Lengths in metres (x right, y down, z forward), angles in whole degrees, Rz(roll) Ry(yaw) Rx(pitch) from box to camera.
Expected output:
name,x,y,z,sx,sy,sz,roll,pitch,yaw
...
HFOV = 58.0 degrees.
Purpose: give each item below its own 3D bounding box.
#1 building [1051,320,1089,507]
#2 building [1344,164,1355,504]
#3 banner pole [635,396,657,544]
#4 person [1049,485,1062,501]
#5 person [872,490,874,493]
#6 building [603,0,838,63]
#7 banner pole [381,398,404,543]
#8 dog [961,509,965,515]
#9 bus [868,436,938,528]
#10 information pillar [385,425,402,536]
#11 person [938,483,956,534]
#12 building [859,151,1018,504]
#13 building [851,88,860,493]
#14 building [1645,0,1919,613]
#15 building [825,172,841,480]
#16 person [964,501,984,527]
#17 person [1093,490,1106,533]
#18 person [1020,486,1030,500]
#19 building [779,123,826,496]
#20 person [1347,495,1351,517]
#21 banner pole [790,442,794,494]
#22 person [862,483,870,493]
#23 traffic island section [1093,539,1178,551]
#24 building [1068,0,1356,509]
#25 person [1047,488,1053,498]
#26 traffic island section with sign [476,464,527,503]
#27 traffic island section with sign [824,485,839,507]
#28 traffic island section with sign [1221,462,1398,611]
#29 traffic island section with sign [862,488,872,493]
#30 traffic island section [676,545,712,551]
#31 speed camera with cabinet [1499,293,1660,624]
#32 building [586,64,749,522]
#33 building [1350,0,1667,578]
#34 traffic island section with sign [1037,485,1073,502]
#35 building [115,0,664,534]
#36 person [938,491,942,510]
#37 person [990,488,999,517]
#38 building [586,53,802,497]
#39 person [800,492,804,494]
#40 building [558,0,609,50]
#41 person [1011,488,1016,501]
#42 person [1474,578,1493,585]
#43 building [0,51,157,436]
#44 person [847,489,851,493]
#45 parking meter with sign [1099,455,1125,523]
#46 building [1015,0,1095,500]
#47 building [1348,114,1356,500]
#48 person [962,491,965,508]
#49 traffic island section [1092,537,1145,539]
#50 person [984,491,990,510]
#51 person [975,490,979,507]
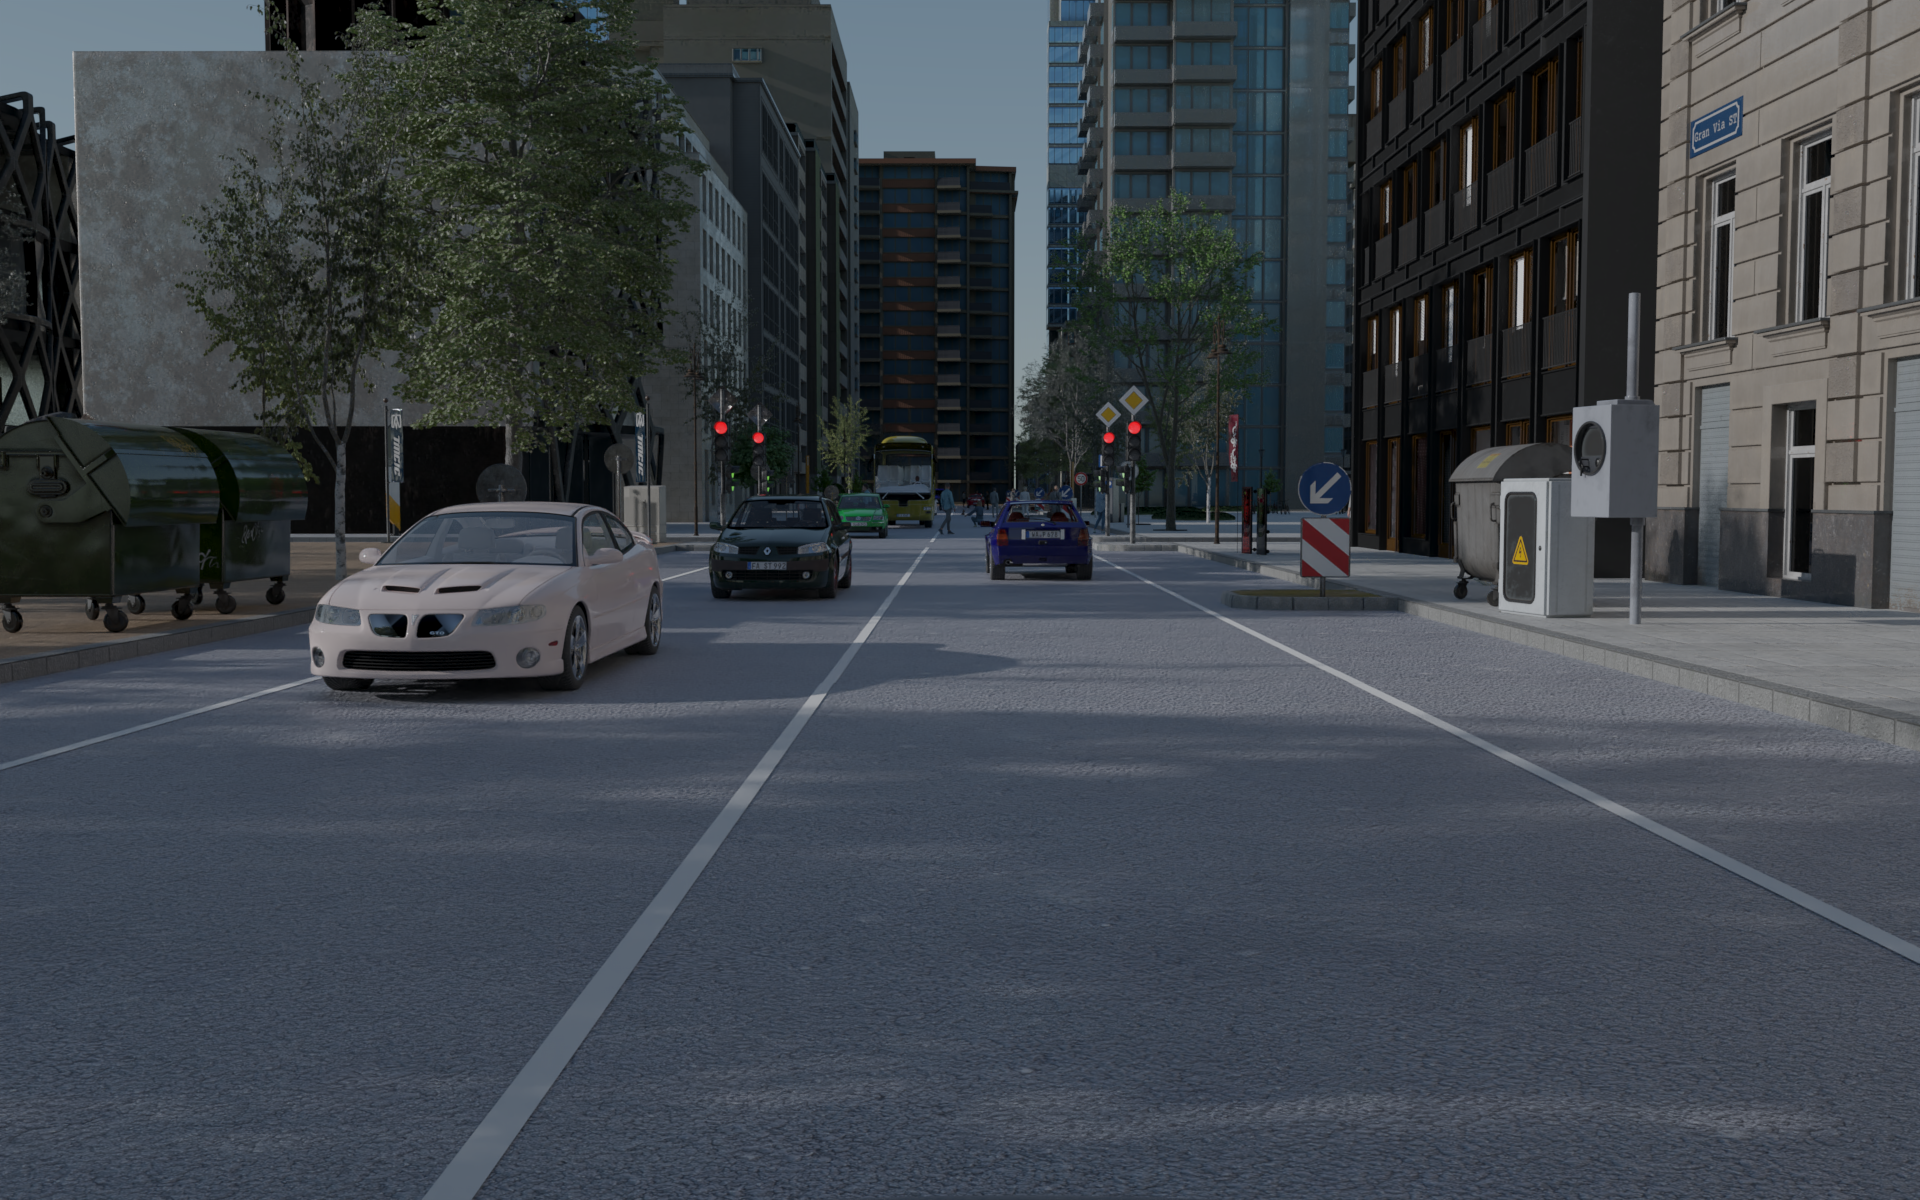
name,x,y,z,sx,sy,sz,roll,pitch,yaw
building,24.378,-20.896,186.691,27.650,21.520,28.899,0,4,0
building,52.728,-30.132,184.531,23.993,40.220,32.217,0,4,0
banner pole,-8.092,-3.323,44.344,0.401,3.779,0.863,-3,5,-41
person,4.192,-4.115,75.882,0.694,1.812,0.767,-1,4,-18
person,-9.057,-10.508,178.563,0.721,1.735,1.217,2,4,27
building,-22.159,-33.206,166.615,21.300,48.544,21.600,0,4,0
banner pole,-14.756,-3.368,45.089,0.863,3.779,0.401,2,4,32
dog,0.146,-5.964,117.709,0.748,0.427,0.550,-3,5,-43
bus,-2.394,-5.226,76.984,2.896,3.916,12.252,0,4,-1
information pillar,-17.282,-3.757,52.777,0.183,3.616,0.504,2,4,27
person,-0.506,-3.259,61.647,0.748,1.841,0.638,-2,4,-27
building,-7.123,-34.823,223.986,28.867,44.769,22.147,0,4,0
building,-22.191,-34.607,189.523,21.600,48.544,21.300,0,4,0
building,15.768,-13.182,12.797,12.463,27.353,25.104,0,4,0
building,-17.818,-23.094,149.291,14.160,30.474,14.107,0,4,0
person,0.681,-3.757,75.424,1.012,1.151,0.738,-1,4,-22
person,5.175,-3.348,63.512,0.793,1.790,0.793,1,4,21
person,3.513,-5.180,93.067,0.514,1.842,0.818,-1,4,-18
building,-18.381,-22.213,134.879,14.160,30.474,14.107,0,4,0
person,10.157,-2.295,44.317,0.466,1.731,0.760,-1,4,-14
banner pole,-8.165,-5.759,84.183,0.401,3.779,0.863,-1,4,-21
person,-3.352,-3.376,63.722,0.620,1.820,0.660,0,4,4
traffic island section,4.494,-1.380,44.839,2.009,0.180,2.903,0,4,0
building,22.182,-32.821,156.237,23.786,49.044,30.456,0,4,0
person,7.337,-7.986,137.339,1.217,1.743,0.721,3,5,40
traffic island section with sign,-5.908,-0.817,21.982,1.989,1.847,2.006,0,4,0
traffic island section with sign,-5.694,-4.211,77.471,1.989,1.847,2.006,0,4,0
traffic island section with sign,4.416,-0.832,22.233,1.989,1.847,2.006,0,4,0
traffic island section with sign,-5.600,-5.891,104.943,1.989,1.847,2.006,0,4,0
traffic island section,-6.147,-1.382,44.884,2.009,0.180,2.903,0,4,0
speed camera with cabinet,6.312,-1.433,17.769,0.660,3.252,2.038,-1,4,-12
building,-16.741,-14.129,85.756,10.420,20.320,16.860,0,4,0
building,15.604,-12.465,33.485,12.332,23.373,15.834,0,4,0
traffic island section with sign,4.628,-4.257,78.231,1.989,1.847,2.006,0,4,0
building,-19.668,-11.986,63.426,16.820,18.784,16.811,0,4,0
person,-1.620,-8.698,151.437,0.721,1.735,1.217,-2,4,-34
person,2.131,-5.964,106.104,0.635,1.810,0.391,2,4,28
building,-17.919,-19.130,106.283,14.314,27.812,24.014,0,4,0
person,-6.629,-3.811,73.413,0.503,1.515,0.523,0,4,-5
building,-48.493,-53.529,187.863,31.000,86.520,22.319,0,4,0
person,3.810,-7.028,123.212,0.447,1.846,0.655,0,4,-3
person,7.499,-1.089,24.443,0.643,1.750,0.593,-1,4,-11
building,-42.153,-12.002,63.687,16.811,18.784,16.820,0,4,0
person,-9.555,-8.700,149.110,1.217,1.723,0.721,-1,4,-8
parking meter with sign,6.827,-4.973,77.568,0.543,3.016,1.738,2,4,30
building,22.817,-55.762,224.372,31.000,86.520,22.319,0,4,0
building,49.566,-36.722,224.105,21.600,48.544,21.300,0,4,0
person,0.504,-10.724,184.621,0.721,1.735,1.217,1,4,12
traffic island section,4.525,-1.868,52.824,2.009,0.180,2.903,0,4,0
person,2.428,-9.047,157.134,0.721,1.735,1.217,-1,4,-20
person,1.809,-10.717,183.660,1.348,1.831,0.705,-1,4,-18
